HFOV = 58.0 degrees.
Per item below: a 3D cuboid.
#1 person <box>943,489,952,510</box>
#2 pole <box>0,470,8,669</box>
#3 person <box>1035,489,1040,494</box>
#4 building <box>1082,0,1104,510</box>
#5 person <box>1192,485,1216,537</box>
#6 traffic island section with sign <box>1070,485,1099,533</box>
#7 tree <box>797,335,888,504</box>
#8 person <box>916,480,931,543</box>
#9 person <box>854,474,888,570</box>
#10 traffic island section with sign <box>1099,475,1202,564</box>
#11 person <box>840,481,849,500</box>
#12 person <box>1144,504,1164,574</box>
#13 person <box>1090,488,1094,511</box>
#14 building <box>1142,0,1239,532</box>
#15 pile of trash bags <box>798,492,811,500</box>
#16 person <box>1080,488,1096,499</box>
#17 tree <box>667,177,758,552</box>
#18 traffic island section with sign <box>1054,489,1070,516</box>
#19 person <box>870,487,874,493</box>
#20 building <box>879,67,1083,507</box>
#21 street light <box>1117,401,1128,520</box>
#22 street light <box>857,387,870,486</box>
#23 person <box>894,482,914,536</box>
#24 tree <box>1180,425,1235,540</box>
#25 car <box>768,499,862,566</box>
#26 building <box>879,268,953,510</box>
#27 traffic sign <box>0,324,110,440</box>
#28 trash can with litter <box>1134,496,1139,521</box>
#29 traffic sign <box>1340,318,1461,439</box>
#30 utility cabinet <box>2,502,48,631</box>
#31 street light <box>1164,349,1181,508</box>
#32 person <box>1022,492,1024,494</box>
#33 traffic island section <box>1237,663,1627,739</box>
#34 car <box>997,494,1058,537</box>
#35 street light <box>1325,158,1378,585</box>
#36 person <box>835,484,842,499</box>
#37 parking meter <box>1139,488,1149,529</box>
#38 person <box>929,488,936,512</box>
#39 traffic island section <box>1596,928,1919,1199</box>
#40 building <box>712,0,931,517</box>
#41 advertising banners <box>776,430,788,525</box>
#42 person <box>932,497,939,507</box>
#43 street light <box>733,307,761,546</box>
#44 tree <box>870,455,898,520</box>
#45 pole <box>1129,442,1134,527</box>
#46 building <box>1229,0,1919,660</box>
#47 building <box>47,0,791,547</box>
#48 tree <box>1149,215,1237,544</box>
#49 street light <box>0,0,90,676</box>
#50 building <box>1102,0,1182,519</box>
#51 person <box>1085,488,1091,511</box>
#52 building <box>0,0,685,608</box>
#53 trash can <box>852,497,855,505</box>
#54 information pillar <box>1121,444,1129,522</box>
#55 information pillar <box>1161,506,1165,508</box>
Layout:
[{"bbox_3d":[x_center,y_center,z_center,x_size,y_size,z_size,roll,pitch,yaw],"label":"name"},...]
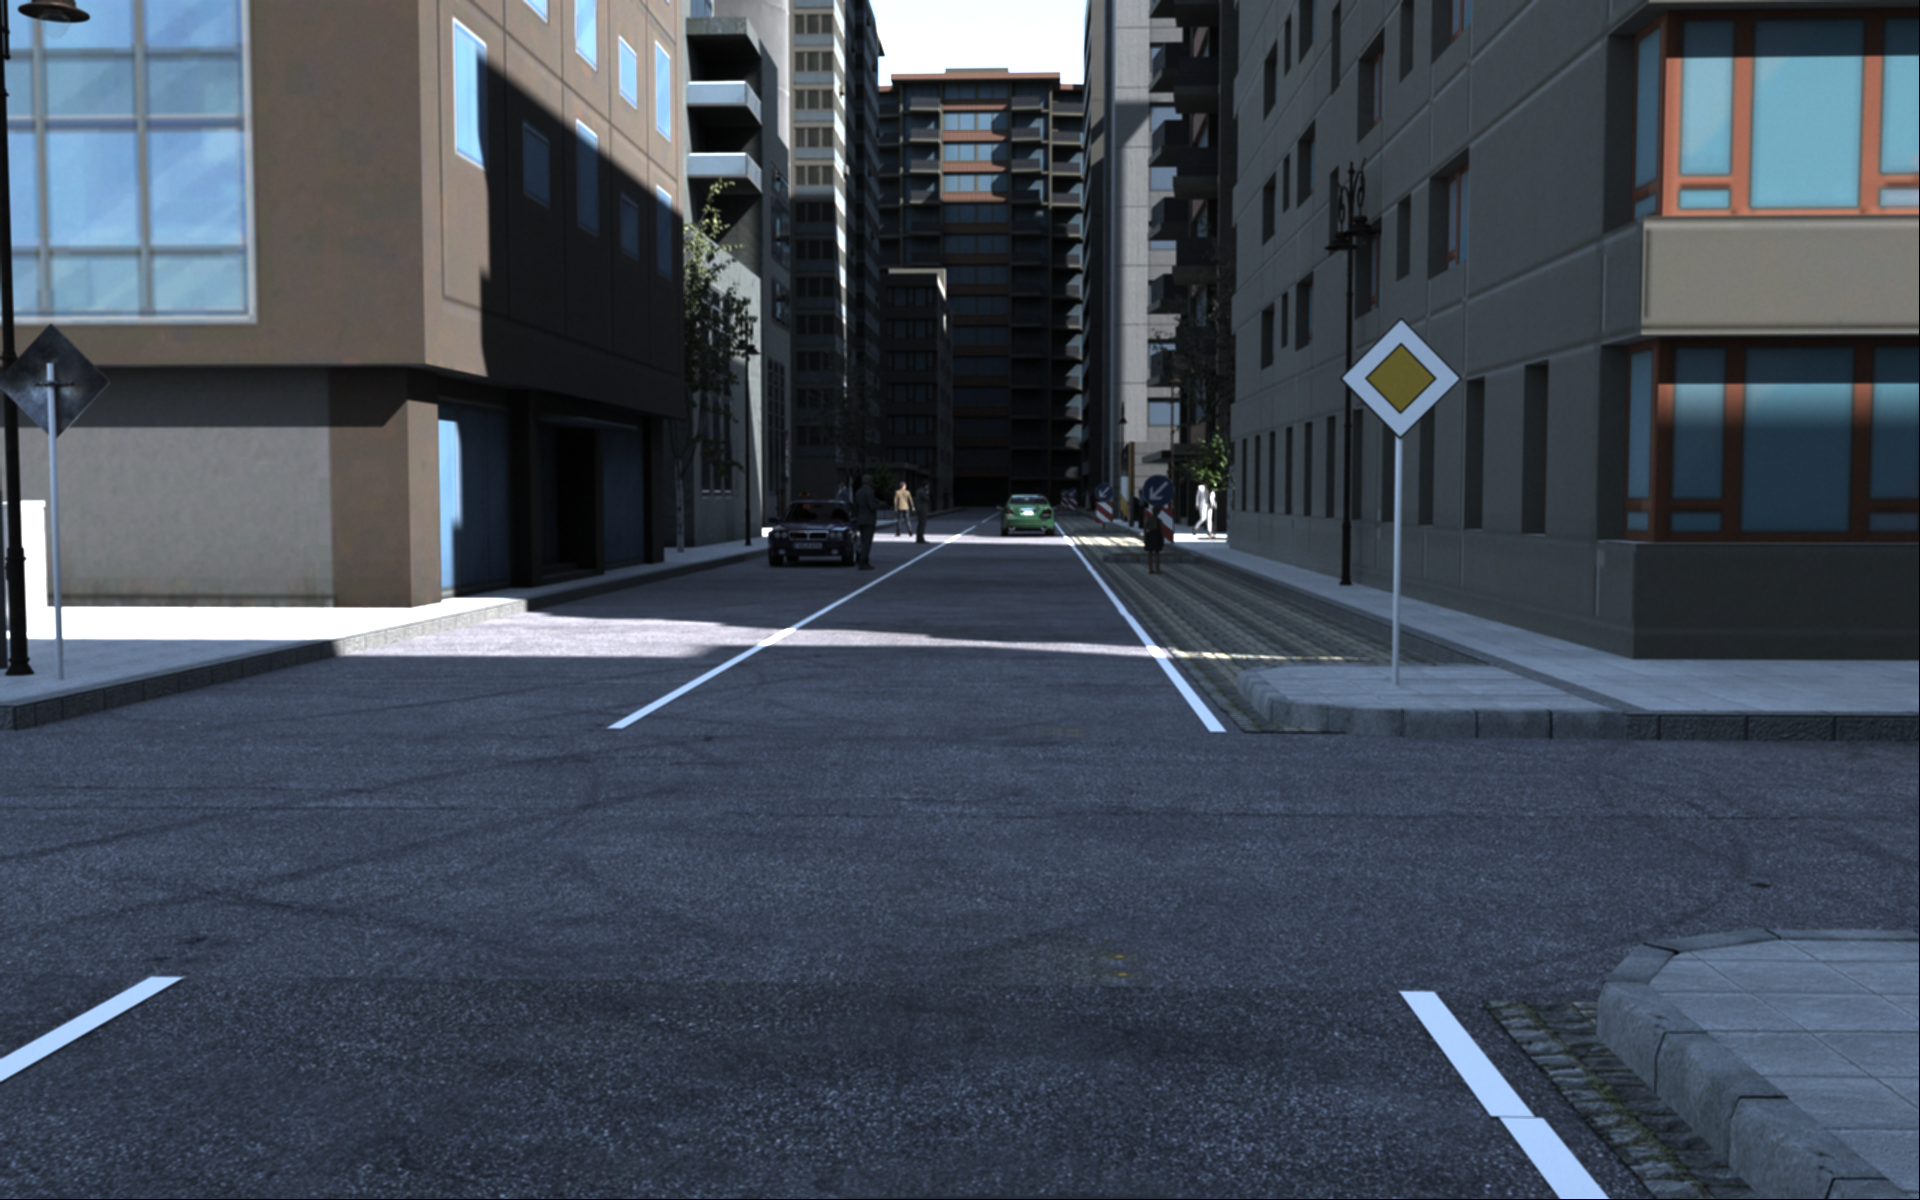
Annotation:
[{"bbox_3d":[-1.041,-8.354,143.440,0.742,1.727,0.445,-1,4,-16],"label":"person"},{"bbox_3d":[-7.114,-1.148,12.618,0.158,3.312,0.155,0,3,0],"label":"pole"},{"bbox_3d":[5.907,-7.601,132.854,1.350,1.814,0.705,2,4,34],"label":"person"},{"bbox_3d":[21.644,-32.223,150.555,21.300,48.544,21.600,0,4,2],"label":"building"},{"bbox_3d":[7.250,-2.784,51.436,0.514,1.842,0.818,-3,4,-36],"label":"person"},{"bbox_3d":[5.148,-3.358,63.527,1.989,1.847,2.006,0,4,2],"label":"traffic island section with sign"},{"bbox_3d":[-5.149,-7.904,79.593,4.360,8.622,3.978,0,3,0],"label":"tree"},{"bbox_3d":[-1.049,-2.579,50.468,0.447,1.846,0.655,-1,4,-20],"label":"person"},{"bbox_3d":[-1.698,-1.479,32.850,0.590,1.801,0.661,-2,4,-34],"label":"person"},{"bbox_3d":[4.009,-1.700,36.418,1.989,1.847,2.006,0,4,2],"label":"traffic island section with sign"},{"bbox_3d":[-4.512,-3.740,67.377,0.419,1.800,0.721,-1,4,-21],"label":"person"},{"bbox_3d":[3.468,-1.087,30.947,0.362,1.253,0.373,2,4,24],"label":"person"},{"bbox_3d":[10.116,-7.771,133.650,0.434,1.755,0.990,2,4,29],"label":"person"},{"bbox_3d":[18.558,-25.078,64.648,22.147,44.769,28.867,0,4,2],"label":"building"},{"bbox_3d":[-8.815,-4.451,82.532,3.447,1.369,1.912,0,4,-3],"label":"pile of trash bags"},{"bbox_3d":[10.467,-8.257,141.133,1.350,1.814,0.705,0,4,2],"label":"person"},{"bbox_3d":[-6.217,-5.350,37.832,4.737,8.622,4.395,0,3,0],"label":"tree"},{"bbox_3d":[7.234,-6.401,113.288,1.989,1.847,2.006,0,4,2],"label":"traffic island section with sign"},{"bbox_3d":[-4.545,-4.829,84.972,0.573,1.828,0.580,2,4,33],"label":"person"},{"bbox_3d":[1.141,-32.190,180.929,28.867,44.769,22.147,0,4,2],"label":"building"},{"bbox_3d":[8.080,-6.934,86.156,0.468,5.910,1.993,0,4,2],"label":"street light"},{"bbox_3d":[-4.116,-6.172,73.705,0.468,5.910,1.993,0,4,2],"label":"street light"},{"bbox_3d":[-1.890,-3.084,58.835,0.656,1.842,0.836,-3,5,-39],"label":"person"},{"bbox_3d":[7.274,-3.303,48.607,1.663,3.219,1.824,0,3,0],"label":"tree"},{"bbox_3d":[-2.896,-1.411,35.651,1.945,1.354,3.894,0,4,2],"label":"car"},{"bbox_3d":[-15.672,-18.662,150.164,28.899,21.520,27.650,0,4,2],"label":"building"},{"bbox_3d":[-6.243,-0.597,11.944,0.795,2.593,0.064,0,4,2],"label":"traffic sign"},{"bbox_3d":[8.487,-4.305,81.779,1.055,1.170,0.624,-2,4,-31],"label":"trash can with litter"},{"bbox_3d":[2.943,-0.572,11.541,0.795,2.593,0.064,0,4,2],"label":"traffic sign"},{"bbox_3d":[-8.992,-0.330,16.554,0.306,1.237,1.020,-3,4,-38],"label":"utility cabinet"},{"bbox_3d":[6.796,-5.057,55.465,0.468,5.910,1.993,0,4,2],"label":"street light"},{"bbox_3d":[5.506,-8.660,151.562,0.415,1.643,0.593,-1,4,-9],"label":"person"},{"bbox_3d":[2.966,0.652,11.622,2.009,0.180,2.903,0,4,2],"label":"traffic island section"},{"bbox_3d":[2.325,-2.941,59.877,2.131,1.459,4.920,0,4,1],"label":"car"},{"bbox_3d":[5.446,-3.149,24.270,0.468,5.910,1.993,0,4,2],"label":"street light"},{"bbox_3d":[-5.919,-4.846,85.549,0.520,1.790,0.573,0,4,2],"label":"person"},{"bbox_3d":[6.823,-3.419,64.306,0.372,1.533,0.369,0,3,0],"label":"parking meter"},{"bbox_3d":[-1.914,-7.014,121.645,0.541,1.710,0.530,-1,4,-20],"label":"person"},{"bbox_3d":[2.633,1.140,3.644,2.009,0.180,2.903,0,4,2],"label":"traffic island section"},{"bbox_3d":[-18.555,-26.412,123.722,32.217,40.220,23.993,0,4,2],"label":"building"},{"bbox_3d":[-4.801,-3.107,46.984,0.090,3.025,2.074,0,4,2],"label":"advertising banners"},{"bbox_3d":[-1.923,-6.943,122.786,0.991,1.433,0.599,-1,4,-17],"label":"person"},{"bbox_3d":[-5.283,-4.295,43.009,0.468,5.910,1.993,0,4,2],"label":"street light"},{"bbox_3d":[-3.897,-5.619,86.464,1.663,3.219,1.824,0,3,0],"label":"tree"},{"bbox_3d":[6.697,-4.506,67.515,0.158,3.312,0.155,0,3,0],"label":"pole"},{"bbox_3d":[20.238,-11.066,25.968,28.899,21.520,27.650,0,4,2],"label":"building"},{"bbox_3d":[-16.898,-45.401,54.980,22.319,86.520,31.000,0,4,2],"label":"building"},{"bbox_3d":[6.920,-5.758,44.501,4.360,8.622,3.978,0,3,0],"label":"tree"},{"bbox_3d":[-6.688,-2.407,12.139,0.468,5.910,1.993,0,4,2],"label":"street light"},{"bbox_3d":[18.984,-34.221,101.512,21.231,58.520,28.212,0,4,2],"label":"building"},{"bbox_3d":[9.839,-7.699,132.597,0.621,1.740,0.551,-1,4,-23],"label":"person"},{"bbox_3d":[-12.434,-22.932,25.049,14.600,45.320,14.200,0,4,2],"label":"building"},{"bbox_3d":[-4.789,-4.246,81.079,0.748,1.137,0.748,0,3,0],"label":"trash can"},{"bbox_3d":[7.678,-5.459,80.617,0.183,3.616,0.504,-2,4,-34],"label":"information pillar"},{"bbox_3d":[10.019,-4.994,86.139,0.304,2.012,0.304,1,4,15],"label":"information pillar"}]
